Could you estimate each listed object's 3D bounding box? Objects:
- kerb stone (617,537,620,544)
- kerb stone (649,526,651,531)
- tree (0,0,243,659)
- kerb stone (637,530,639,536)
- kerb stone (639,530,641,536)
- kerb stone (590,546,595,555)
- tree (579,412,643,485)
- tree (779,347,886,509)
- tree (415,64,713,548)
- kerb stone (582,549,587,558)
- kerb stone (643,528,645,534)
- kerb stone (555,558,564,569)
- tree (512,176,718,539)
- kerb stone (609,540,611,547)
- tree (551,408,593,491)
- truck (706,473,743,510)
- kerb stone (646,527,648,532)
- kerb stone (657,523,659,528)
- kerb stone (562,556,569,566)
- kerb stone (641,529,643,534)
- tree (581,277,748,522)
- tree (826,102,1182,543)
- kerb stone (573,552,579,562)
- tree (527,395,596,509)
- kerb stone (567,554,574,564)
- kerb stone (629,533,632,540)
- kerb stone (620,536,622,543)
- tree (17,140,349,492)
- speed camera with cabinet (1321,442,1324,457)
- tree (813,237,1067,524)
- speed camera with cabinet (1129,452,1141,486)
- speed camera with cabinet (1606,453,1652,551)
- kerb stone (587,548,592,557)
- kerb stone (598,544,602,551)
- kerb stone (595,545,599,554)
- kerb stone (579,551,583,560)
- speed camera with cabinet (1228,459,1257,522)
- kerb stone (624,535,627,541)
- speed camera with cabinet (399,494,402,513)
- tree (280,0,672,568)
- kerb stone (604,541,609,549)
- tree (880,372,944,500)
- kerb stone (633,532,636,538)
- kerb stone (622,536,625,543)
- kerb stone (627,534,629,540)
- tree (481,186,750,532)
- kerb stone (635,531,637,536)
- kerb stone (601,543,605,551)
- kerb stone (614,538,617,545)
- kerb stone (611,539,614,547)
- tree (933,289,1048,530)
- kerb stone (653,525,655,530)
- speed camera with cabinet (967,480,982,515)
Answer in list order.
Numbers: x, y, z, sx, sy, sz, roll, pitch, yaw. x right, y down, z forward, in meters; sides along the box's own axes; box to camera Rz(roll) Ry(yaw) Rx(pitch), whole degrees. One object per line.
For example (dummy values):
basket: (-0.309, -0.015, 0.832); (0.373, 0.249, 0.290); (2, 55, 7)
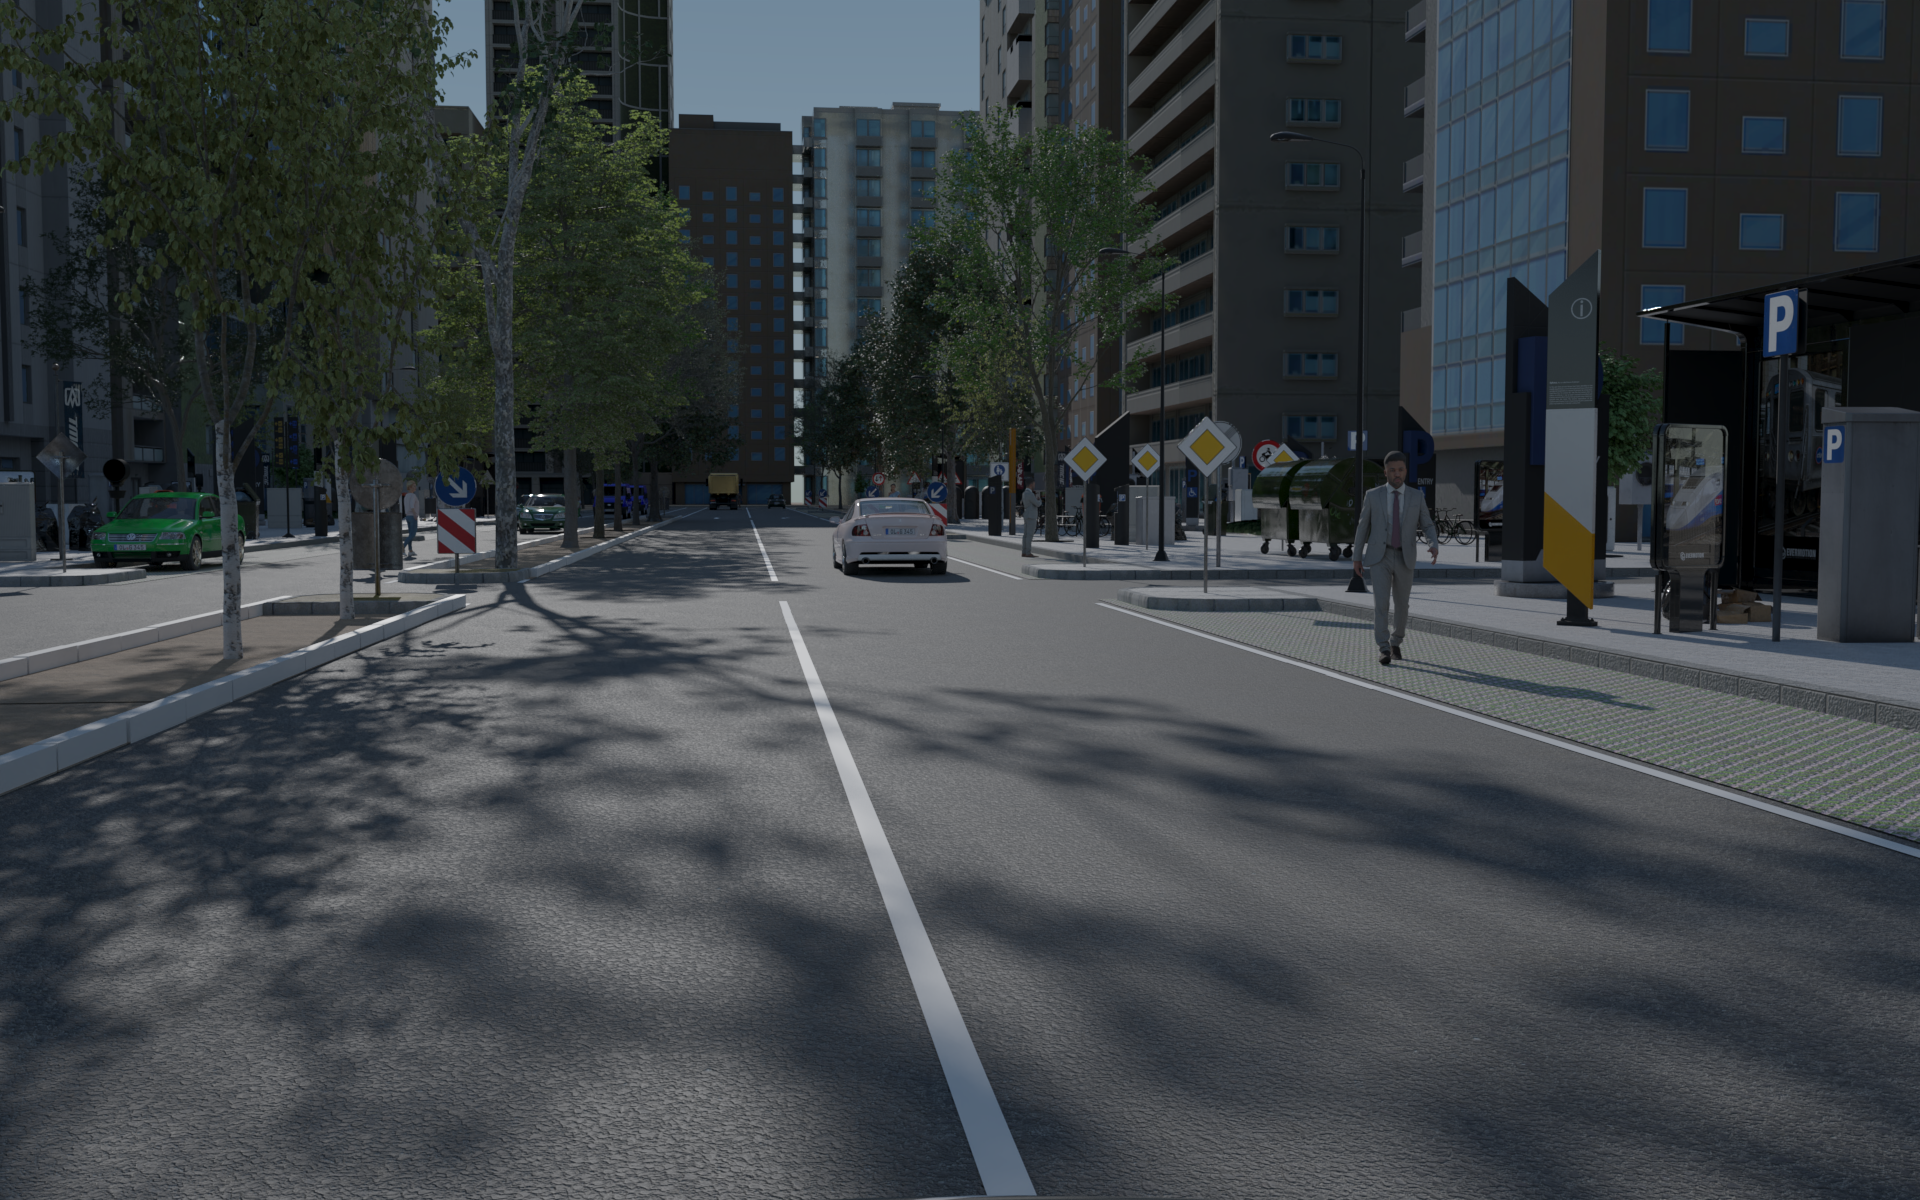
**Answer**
kerb stone: (-9.712, -1.613, 48.566); (0.120, 0.150, 1.000); (0, 4, -7)
kerb stone: (-11.766, -2.609, 64.845); (0.120, 0.150, 1.000); (0, 4, -7)
tree: (-6.227, -3.773, 14.514); (4.737, 8.622, 4.395); (0, 3, 0)
kerb stone: (-10.875, -2.174, 57.735); (0.120, 0.150, 1.000); (0, 4, -7)
kerb stone: (-11.001, -2.236, 58.750); (0.120, 0.150, 1.000); (0, 4, -7)
kerb stone: (-8.678, -1.115, 40.420); (0.120, 0.150, 1.000); (0, 4, -7)
tree: (-35.957, -16.674, 179.268); (9.857, 13.997, 8.962); (0, 3, 0)
tree: (-10.198, -14.366, 145.248); (12.009, 13.543, 11.850); (0, 3, 0)
tree: (-10.489, -7.671, 46.011); (7.486, 12.596, 7.792); (0, 3, 0)
kerb stone: (-8.421, -0.989, 38.392); (0.120, 0.150, 1.000); (0, 4, -7)
kerb stone: (-11.249, -2.359, 60.783); (0.120, 0.150, 1.000); (0, 4, -7)
kerb stone: (-7.781, -0.680, 33.310); (0.120, 0.150, 1.000); (0, 4, -7)
tree: (-11.500, -7.775, 55.328); (9.928, 11.665, 9.643); (0, 3, 0)
kerb stone: (-9.325, -1.423, 45.517); (0.120, 0.150, 1.000); (0, 4, -7)
tree: (-30.673, -11.510, 138.544); (4.360, 8.622, 3.978); (0, 3, 0)
truck: (-21.601, -9.941, 158.454); (3.469, 3.379, 9.791); (0, 4, -7)
kerb stone: (-11.510, -2.484, 62.812); (0.120, 0.150, 1.000); (0, 4, -7)
kerb stone: (-12.535, -2.979, 70.947); (0.120, 0.150, 1.000); (0, 4, -7)
kerb stone: (-7.916, -0.742, 34.323); (0.120, 0.150, 1.000); (0, 4, -7)
kerb stone: (-11.121, -2.296, 59.765); (0.120, 0.150, 1.000); (0, 4, -7)
tree: (-15.761, -10.372, 89.053); (9.611, 12.733, 9.660); (0, 3, 0)
tree: (2.365, -7.366, 46.188); (9.928, 11.665, 9.643); (0, 3, 0)
kerb stone: (-8.165, -0.865, 36.363); (0.120, 0.150, 1.000); (0, 4, -7)
tree: (-32.613, -13.135, 149.166); (8.767, 10.594, 7.601); (-2, 4, -31)
kerb stone: (-8.035, -0.804, 35.342); (0.120, 0.150, 1.000); (0, 4, -7)
kerb stone: (-10.352, -1.925, 53.674); (0.120, 0.150, 1.000); (0, 4, -7)
kerb stone: (-9.843, -1.674, 49.593); (0.120, 0.150, 1.000); (0, 4, -7)
tree: (-19.880, -6.723, 44.332); (8.767, 10.594, 7.601); (-1, 4, -13)
speed camera with cabinet: (14.384, -4.405, 66.365); (2.038, 3.252, 0.660); (-1, 4, -19)
tree: (-0.373, -9.649, 74.775); (9.611, 12.733, 9.660); (0, 3, 0)
speed camera with cabinet: (7.384, -5.290, 80.829); (2.038, 3.252, 0.660); (2, 4, 26)
speed camera with cabinet: (14.644, -2.726, 38.909); (2.038, 3.252, 0.660); (-1, 4, -11)
kerb stone: (-8.545, -1.053, 39.406); (0.120, 0.150, 1.000); (0, 4, -7)
kerb stone: (-8.937, -1.239, 42.457); (0.120, 0.150, 1.000); (0, 4, -7)
kerb stone: (-8.807, -1.177, 41.434); (0.120, 0.150, 1.000); (0, 4, -7)
kerb stone: (-8.296, -0.929, 37.377); (0.120, 0.150, 1.000); (0, 4, -7)
speed camera with cabinet: (9.770, -4.003, 59.780); (0.660, 3.252, 2.038); (0, 4, -4)
kerb stone: (-10.090, -1.799, 51.626); (0.120, 0.150, 1.000); (0, 4, -7)
speed camera with cabinet: (-27.545, -5.411, 82.810); (0.660, 3.252, 2.038); (1, 4, 17)
tree: (-10.012, -10.701, 33.310); (12.611, 20.169, 13.585); (0, 3, 0)
kerb stone: (-9.190, -1.364, 44.494); (0.120, 0.150, 1.000); (0, 4, -7)
tree: (-2.055, -8.402, 87.738); (4.737, 8.622, 4.395); (0, 3, 0)
kerb stone: (-10.607, -2.049, 55.704); (0.120, 0.150, 1.000); (0, 4, -7)
kerb stone: (-9.969, -1.738, 50.607); (0.120, 0.150, 1.000); (0, 4, -7)
kerb stone: (-10.230, -1.863, 52.659); (0.120, 0.150, 1.000); (0, 4, -7)
tree: (-13.128, -9.381, 66.201); (12.009, 13.543, 11.850); (0, 3, 0)
kerb stone: (-10.742, -2.112, 56.721); (0.120, 0.150, 1.000); (0, 4, -7)
kerb stone: (-9.070, -1.302, 43.479); (0.120, 0.150, 1.000); (0, 4, -7)
kerb stone: (-9.587, -1.551, 47.552); (0.120, 0.150, 1.000); (0, 4, -7)
kerb stone: (-9.455, -1.488, 46.531); (0.120, 0.150, 1.000); (0, 4, -7)
tree: (1.263, -6.790, 61.373); (4.360, 8.622, 3.978); (0, 3, 0)
kerb stone: (-12.145, -2.795, 67.899); (0.120, 0.150, 1.000); (0, 4, -7)
speed camera with cabinet: (0.789, -6.831, 106.025); (2.038, 3.252, 0.660); (-1, 4, -18)
